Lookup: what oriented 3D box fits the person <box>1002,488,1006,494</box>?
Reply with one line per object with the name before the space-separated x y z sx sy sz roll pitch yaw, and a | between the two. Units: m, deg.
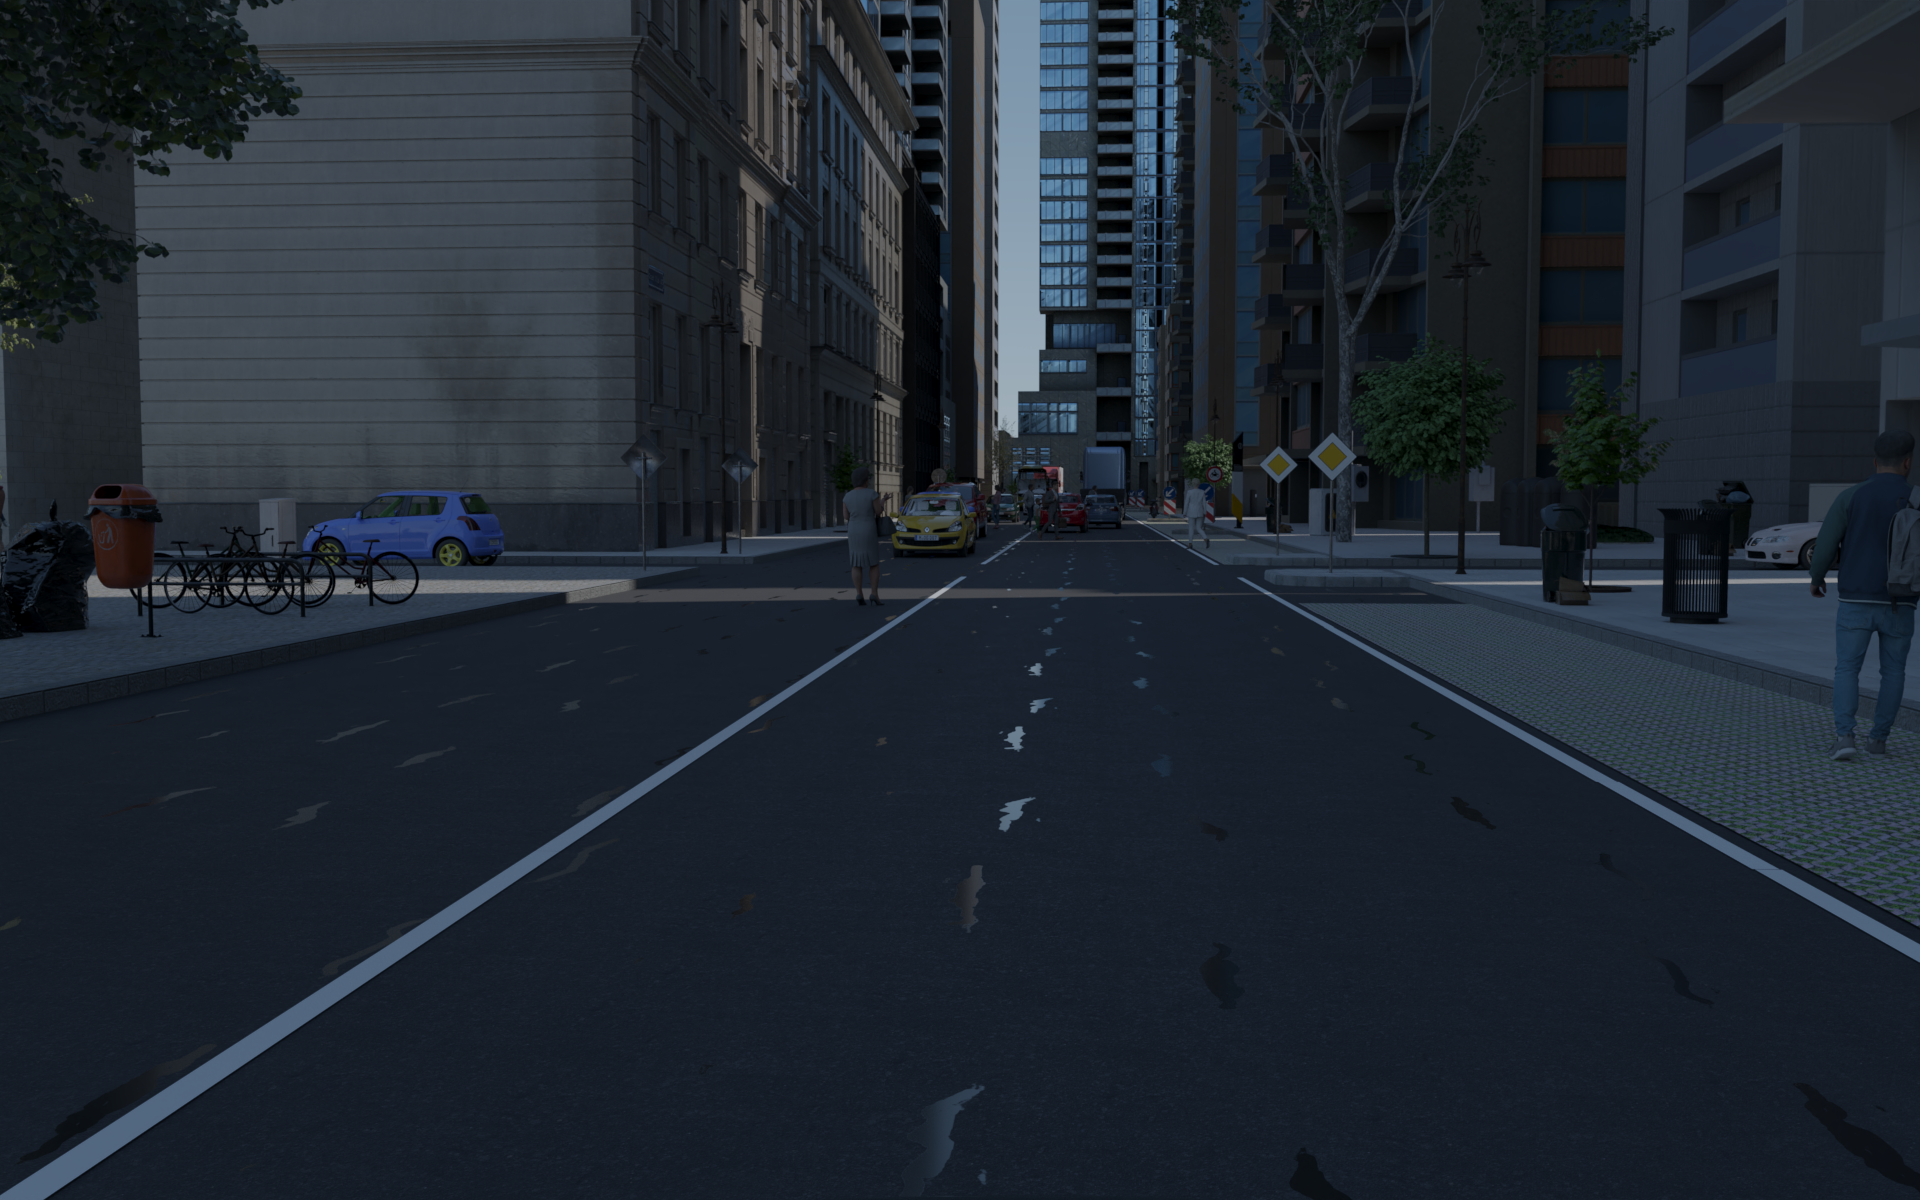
person | 2.842 -6.130 109.005 0.850 1.792 0.678 0 4 3

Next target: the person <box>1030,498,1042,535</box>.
person | 2.652 -2.911 60.346 0.590 1.304 0.306 -3 4 -39

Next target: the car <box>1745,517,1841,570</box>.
car | 17.263 -1.222 32.346 4.827 1.381 2.083 0 4 6

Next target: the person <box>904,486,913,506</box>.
person | -1.704 -3.056 59.471 0.522 1.701 0.512 -3 5 -44

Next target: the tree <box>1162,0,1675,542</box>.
tree | 11.192 -11.530 44.409 12.611 20.169 13.585 0 3 0

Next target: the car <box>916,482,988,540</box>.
car | -0.260 -2.911 56.271 2.281 1.827 5.304 0 4 6

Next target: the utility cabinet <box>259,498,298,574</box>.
utility cabinet | -10.710 -0.981 27.196 0.306 1.237 1.020 -3 4 -37

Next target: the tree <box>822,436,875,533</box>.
tree | -3.717 -3.871 57.891 1.663 3.219 1.824 0 3 0

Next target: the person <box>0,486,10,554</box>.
person | -18.643 -1.527 33.435 0.580 1.828 0.573 3 4 36

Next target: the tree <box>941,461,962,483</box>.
tree | -0.584 -6.547 101.639 1.663 3.219 1.824 0 3 0

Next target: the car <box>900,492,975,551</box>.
car | -0.561 -2.163 44.951 1.945 1.707 3.694 0 4 4

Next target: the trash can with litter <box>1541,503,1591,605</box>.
trash can with litter | 7.192 -0.547 20.327 0.624 1.170 1.055 0 4 5

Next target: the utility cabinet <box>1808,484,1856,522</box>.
utility cabinet | 18.734 -1.724 36.871 1.173 1.500 0.318 2 4 34

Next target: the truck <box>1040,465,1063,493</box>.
truck | 8.534 -10.938 167.757 2.839 4.237 11.283 0 4 6

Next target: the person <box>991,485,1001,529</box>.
person | 1.484 -3.849 71.440 0.388 1.821 0.555 -2 4 -35

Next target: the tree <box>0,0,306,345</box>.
tree | -7.682 -6.300 9.658 9.857 13.997 8.962 0 3 0

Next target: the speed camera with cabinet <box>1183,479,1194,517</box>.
speed camera with cabinet | 13.042 -6.376 98.588 0.660 3.252 2.038 0 4 6

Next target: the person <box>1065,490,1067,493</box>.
person | 8.719 -8.160 142.696 1.217 1.735 0.721 0 4 7

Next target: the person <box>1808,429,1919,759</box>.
person | 4.959 -0.030 9.341 0.623 1.781 0.721 1 4 12

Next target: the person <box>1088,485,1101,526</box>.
person | 5.994 -4.261 78.268 0.850 1.850 0.679 2 4 27

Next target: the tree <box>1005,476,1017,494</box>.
tree | 5.922 -11.734 186.446 1.663 3.219 1.824 0 3 0

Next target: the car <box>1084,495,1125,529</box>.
car | 5.916 -3.715 72.744 2.014 1.417 4.499 0 4 6

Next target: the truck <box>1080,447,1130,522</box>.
truck | 7.618 -6.333 93.304 2.967 4.110 18.799 0 4 6

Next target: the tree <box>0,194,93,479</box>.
tree | -16.131 -4.677 26.825 4.737 8.622 4.395 0 3 0

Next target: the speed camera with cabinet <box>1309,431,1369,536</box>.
speed camera with cabinet | 11.743 -3.625 53.612 2.038 3.252 0.660 -2 4 -34

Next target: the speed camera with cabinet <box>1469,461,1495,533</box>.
speed camera with cabinet | 17.712 -3.805 56.546 2.038 3.252 0.660 0 4 -1

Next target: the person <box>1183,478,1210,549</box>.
person | 6.105 -2.216 44.608 0.514 1.842 0.818 -2 4 -34

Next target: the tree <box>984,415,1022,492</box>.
tree | 3.705 -12.976 162.523 4.360 8.622 3.978 0 3 0

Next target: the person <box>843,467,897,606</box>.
person | -1.130 -0.823 22.314 0.716 1.782 0.532 1 4 20

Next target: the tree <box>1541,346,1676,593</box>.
tree | 8.303 -1.722 22.760 1.663 3.219 1.824 0 3 0

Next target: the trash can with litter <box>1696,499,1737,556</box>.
trash can with litter | 15.847 -1.514 36.140 0.624 1.170 1.055 0 4 -8

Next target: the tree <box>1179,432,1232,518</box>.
tree | 13.271 -6.641 92.293 4.285 4.588 4.351 0 3 0

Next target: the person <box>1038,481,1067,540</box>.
person | 2.896 -2.801 54.255 0.822 1.834 0.622 2 4 31

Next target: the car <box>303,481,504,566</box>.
car | -10.676 -1.443 33.181 3.694 1.707 1.945 0 4 6

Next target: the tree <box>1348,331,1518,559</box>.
tree | 9.561 -3.140 35.054 4.285 4.588 4.351 0 3 0

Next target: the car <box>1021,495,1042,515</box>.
car | 5.246 -6.480 118.317 2.083 1.381 4.827 0 4 3

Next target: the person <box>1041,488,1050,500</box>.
person | 5.762 -6.443 113.775 1.348 1.831 0.705 -2 4 -32

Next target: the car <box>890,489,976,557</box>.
car | -0.580 -1.856 40.569 2.015 1.641 3.980 0 4 5

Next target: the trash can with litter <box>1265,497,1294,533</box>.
trash can with litter | 10.586 -2.806 57.259 0.624 1.170 1.055 -3 4 -37

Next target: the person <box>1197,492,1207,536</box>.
person | 8.155 -2.913 58.725 0.503 1.515 0.523 2 4 31

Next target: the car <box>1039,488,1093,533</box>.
car | 3.937 -3.456 65.552 2.155 1.783 4.494 0 4 6

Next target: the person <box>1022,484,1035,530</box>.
person | 2.740 -3.744 69.563 0.795 1.843 0.661 3 5 39

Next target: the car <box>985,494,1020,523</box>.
car | 2.087 -4.764 87.681 2.009 1.686 4.222 0 4 5
